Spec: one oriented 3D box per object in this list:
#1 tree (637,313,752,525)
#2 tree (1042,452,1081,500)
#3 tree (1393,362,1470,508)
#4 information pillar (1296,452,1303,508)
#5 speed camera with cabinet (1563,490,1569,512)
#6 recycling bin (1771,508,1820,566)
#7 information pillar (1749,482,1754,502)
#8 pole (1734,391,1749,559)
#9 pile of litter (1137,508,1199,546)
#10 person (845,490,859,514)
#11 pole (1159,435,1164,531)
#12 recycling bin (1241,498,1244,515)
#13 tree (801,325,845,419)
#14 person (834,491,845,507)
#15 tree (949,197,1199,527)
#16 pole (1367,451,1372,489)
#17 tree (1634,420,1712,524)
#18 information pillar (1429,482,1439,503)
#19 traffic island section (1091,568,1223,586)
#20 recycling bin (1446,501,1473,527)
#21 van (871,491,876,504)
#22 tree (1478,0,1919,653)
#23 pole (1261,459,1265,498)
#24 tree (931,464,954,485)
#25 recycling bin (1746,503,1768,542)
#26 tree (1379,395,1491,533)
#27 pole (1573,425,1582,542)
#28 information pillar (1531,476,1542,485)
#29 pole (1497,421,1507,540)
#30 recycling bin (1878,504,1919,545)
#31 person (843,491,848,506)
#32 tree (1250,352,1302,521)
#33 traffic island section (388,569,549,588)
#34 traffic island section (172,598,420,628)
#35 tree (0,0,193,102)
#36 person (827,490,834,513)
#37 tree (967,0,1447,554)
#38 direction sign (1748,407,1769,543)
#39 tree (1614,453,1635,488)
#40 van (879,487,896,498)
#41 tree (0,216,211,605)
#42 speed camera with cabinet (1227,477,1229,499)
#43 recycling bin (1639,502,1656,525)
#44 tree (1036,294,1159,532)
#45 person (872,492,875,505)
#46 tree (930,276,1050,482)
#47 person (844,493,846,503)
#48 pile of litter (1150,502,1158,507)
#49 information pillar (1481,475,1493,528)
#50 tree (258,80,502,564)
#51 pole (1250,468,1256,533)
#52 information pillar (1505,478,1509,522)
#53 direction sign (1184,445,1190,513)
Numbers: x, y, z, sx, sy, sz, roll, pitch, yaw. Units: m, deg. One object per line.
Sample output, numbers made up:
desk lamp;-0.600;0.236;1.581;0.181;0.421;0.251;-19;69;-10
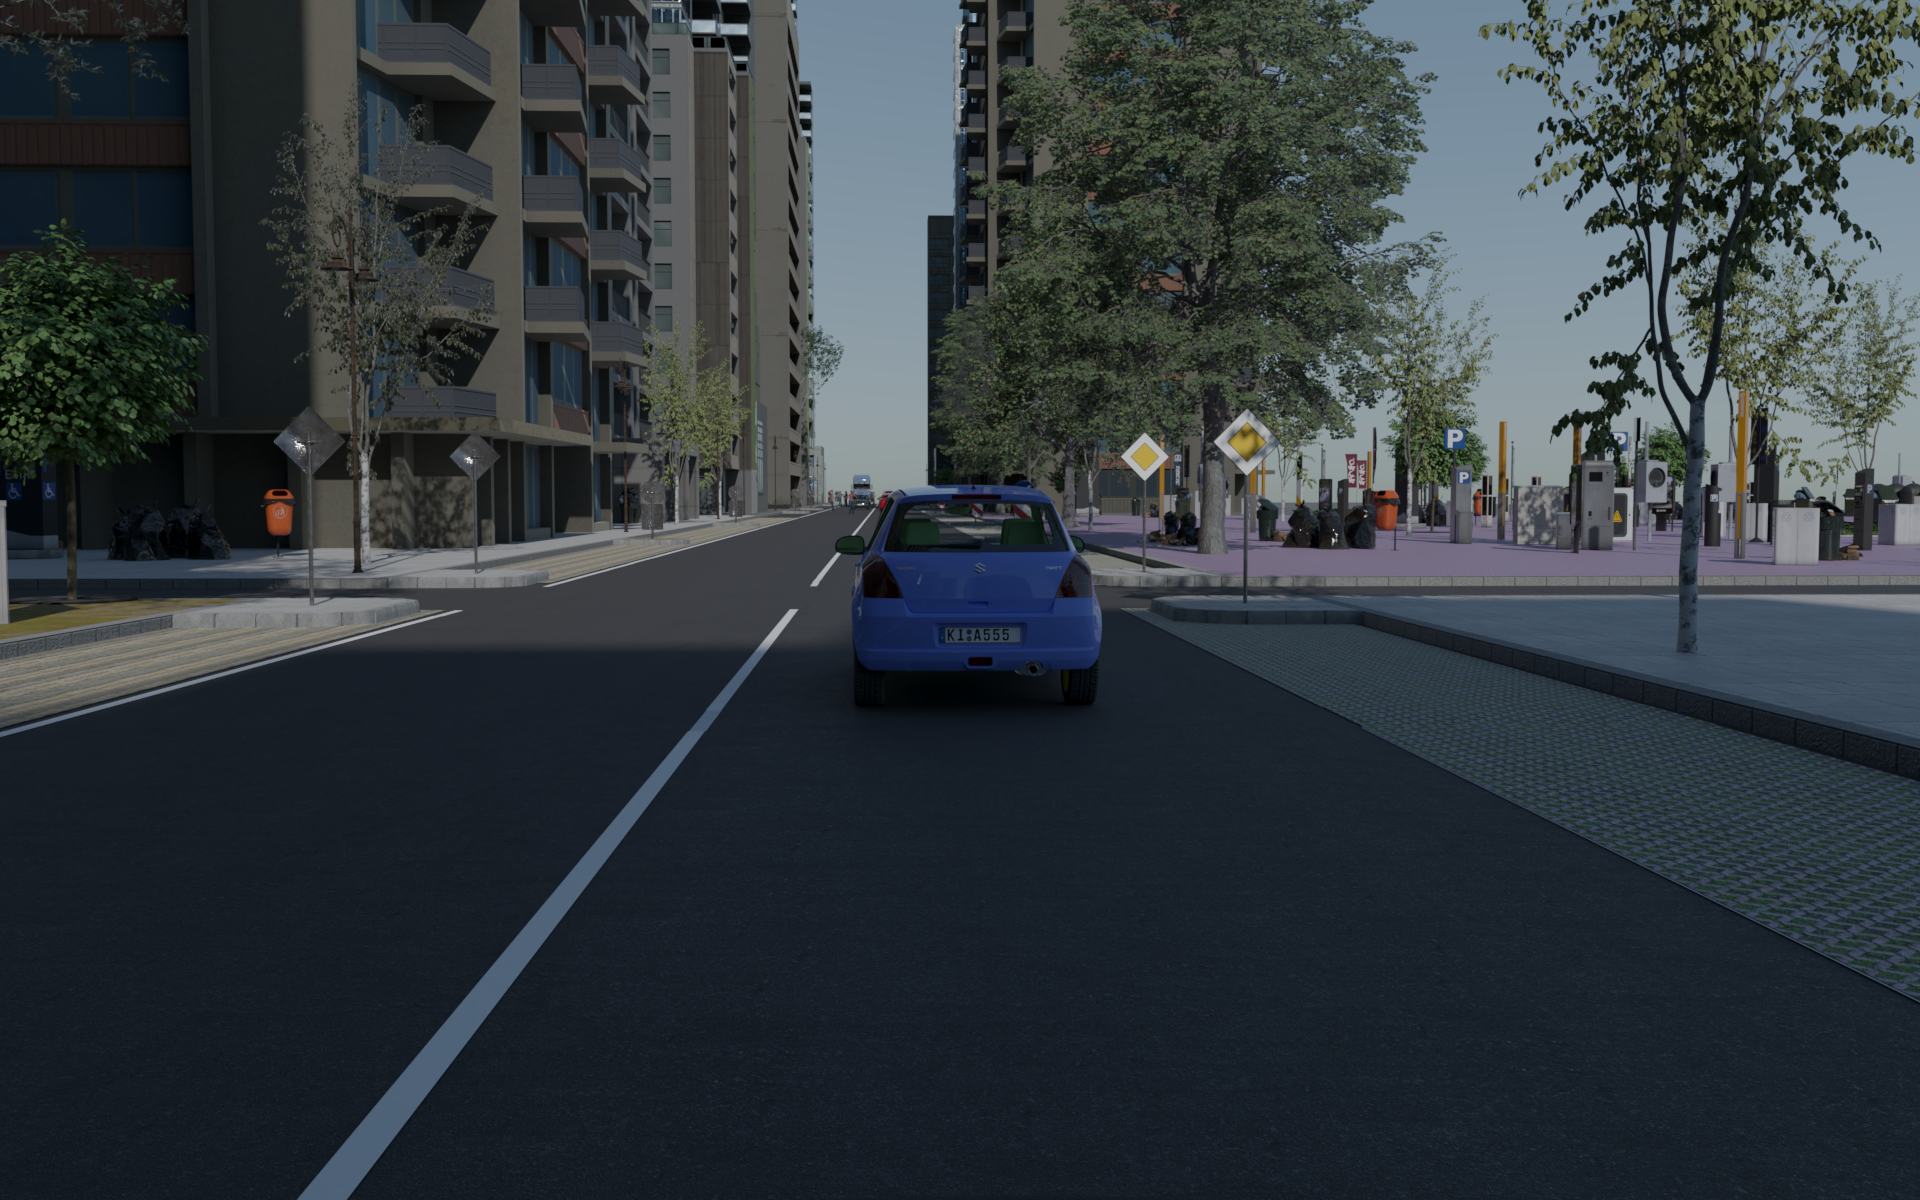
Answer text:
tree;-11.563;-7.417;71.624;4.737;8.622;4.395;0;3;0
tree;4.706;-5.080;77.659;1.663;3.219;1.824;0;3;0
tree;25.515;-8.844;94.959;4.360;8.622;3.978;0;3;0
information pillar;19.043;-6.471;97.148;0.183;3.616;0.504;-1;4;-23
speed camera with cabinet;27.119;-4.968;75.560;0.660;3.252;2.038;-1;4;-15
recycling bin;15.146;-1.153;31.403;0.722;1.027;0.722;1;4;22
information pillar;46.387;-5.930;101.441;0.304;2.012;0.304;1;4;21
pole;15.468;-2.472;34.268;0.158;3.312;0.155;0;3;0
pile of litter;5.486;-1.800;43.391;1.719;0.858;1.176;-2;4;-35
person;-7.956;-7.174;126.515;1.217;1.743;0.721;-1;4;-22
pole;6.927;-4.017;59.528;0.158;3.312;0.155;0;3;0
recycling bin;17.391;-5.600;104.115;0.722;1.027;0.722;3;5;42
tree;-18.782;-19.720;178.308;12.611;20.169;13.585;0;3;0
person;-13.603;-11.479;196.258;1.350;1.814;0.705;-3;4;-36
tree;4.352;-9.190;67.272;9.611;12.733;9.660;0;3;0
pole;19.530;-5.433;82.676;0.158;3.312;0.155;0;3;0
tree;30.748;-5.578;74.918;4.285;4.588;4.351;0;3;0
information pillar;25.281;-6.179;92.379;0.504;3.616;0.183;1;4;22
traffic island section;3.028;-0.370;28.325;2.009;0.180;2.903;0;4;-2
recycling bin;19.297;-3.326;66.931;0.722;1.027;0.722;-2;4;-25
van;-13.583;-15.417;259.073;2.013;2.044;4.112;0;4;-4
tree;6.093;-3.889;13.951;4.737;8.622;4.395;0;3;0
pole;17.143;-6.363;97.884;0.158;3.312;0.155;0;3;0
tree;-1.524;-12.683;191.077;4.285;4.588;4.351;0;3;0
recycling bin;21.621;-2.114;47.115;0.722;1.027;0.722;3;5;41
tree;15.623;-4.513;57.502;4.285;4.588;4.351;0;3;0
pole;15.509;-3.041;43.570;0.158;3.312;0.155;0;3;0
information pillar;23.873;-4.115;71.778;0.304;2.012;0.304;-3;4;-36
pole;15.242;-3.355;48.690;0.158;3.312;0.155;0;3;0
recycling bin;23.641;-1.897;43.562;0.722;1.027;0.722;0;4;-7
person;-14.089;-12.569;214.020;0.705;1.822;1.348;1;4;18
tree;15.443;-8.041;81.830;4.737;8.622;4.395;0;3;0
traffic island section;-7.804;-0.342;27.870;2.009;0.180;2.903;0;4;-2
traffic island section;-7.464;0.146;19.892;2.009;0.180;2.903;0;4;-2
tree;-10.249;-6.147;10.878;12.009;13.543;11.850;0;3;0
person;-10.112;-7.687;134.714;0.750;1.759;0.617;1;4;14
tree;5.314;-7.960;36.805;9.857;13.997;8.962;0;3;0
direction sign;21.086;-3.288;45.760;0.379;3.537;0.876;0;4;-2
tree;30.290;-5.193;79.511;1.663;3.219;1.824;0;3;0
van;-6.143;-8.936;153.116;2.013;2.044;4.112;0;4;-3
tree;-10.712;-2.255;20.585;4.285;4.588;4.351;0;3;0
speed camera with cabinet;12.777;-5.712;87.732;2.038;3.252;0.660;-3;5;-42
recycling bin;28.696;-3.634;71.978;0.722;1.027;0.722;2;4;33
tree;4.457;-6.588;58.078;4.360;8.622;3.978;0;3;0
person;-11.257;-13.076;223.017;0.721;1.743;1.217;-1;4;-10
tree;3.597;-10.880;88.265;12.009;13.543;11.850;0;3;0
person;-16.528;-14.845;251.078;0.599;1.838;0.709;-2;4;-24
pile of litter;10.395;-4.906;94.181;1.719;0.858;1.176;0;4;-3
information pillar;20.204;-3.786;66.399;0.304;2.012;0.304;-2;4;-35
tree;-10.818;-4.990;31.957;4.360;8.622;3.978;0;3;0
pole;9.722;-3.888;57.407;0.158;3.312;0.155;0;3;0
information pillar;24.942;-4.581;79.398;0.304;2.012;0.304;-2;4;-34
direction sign;10.488;-5.388;80.090;0.379;3.537;0.876;0;4;-8
